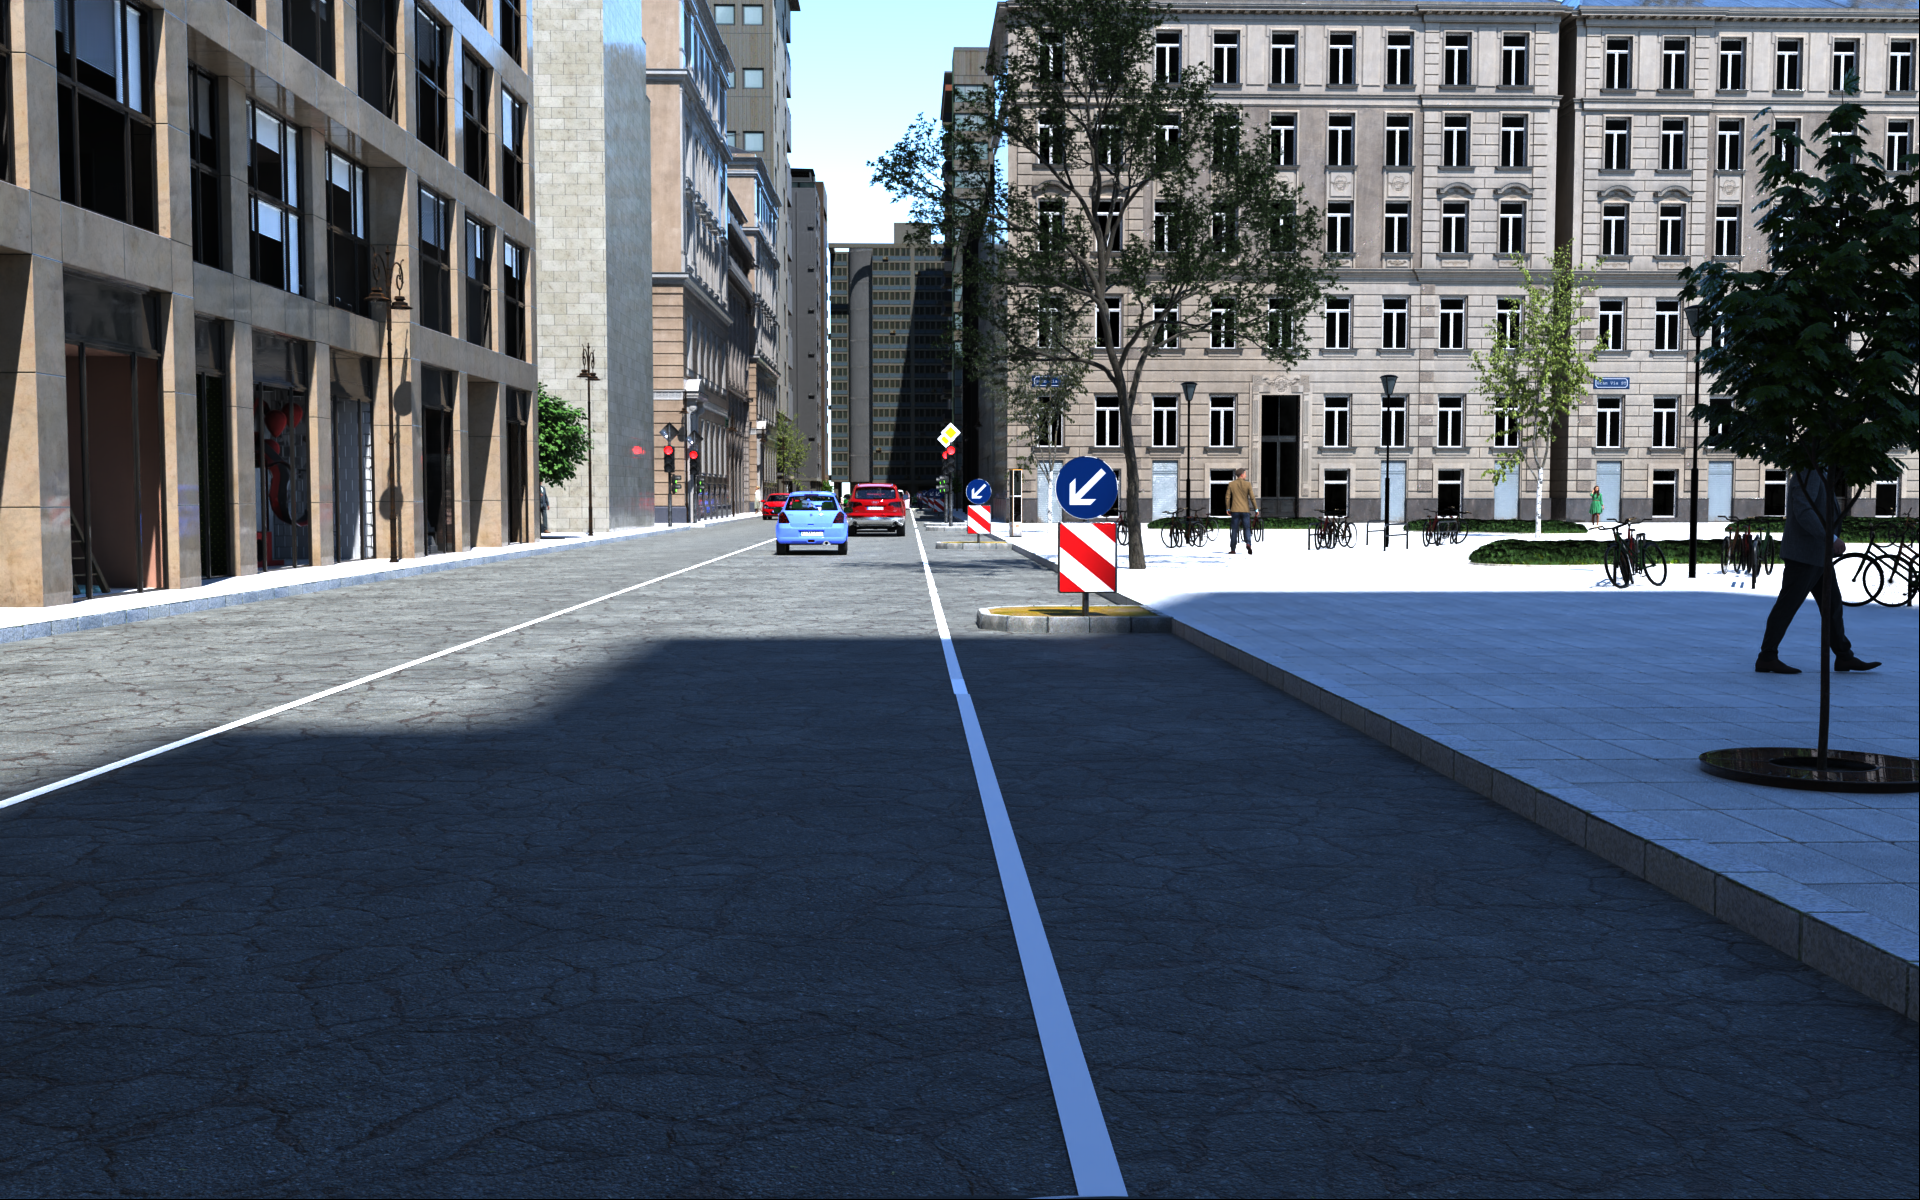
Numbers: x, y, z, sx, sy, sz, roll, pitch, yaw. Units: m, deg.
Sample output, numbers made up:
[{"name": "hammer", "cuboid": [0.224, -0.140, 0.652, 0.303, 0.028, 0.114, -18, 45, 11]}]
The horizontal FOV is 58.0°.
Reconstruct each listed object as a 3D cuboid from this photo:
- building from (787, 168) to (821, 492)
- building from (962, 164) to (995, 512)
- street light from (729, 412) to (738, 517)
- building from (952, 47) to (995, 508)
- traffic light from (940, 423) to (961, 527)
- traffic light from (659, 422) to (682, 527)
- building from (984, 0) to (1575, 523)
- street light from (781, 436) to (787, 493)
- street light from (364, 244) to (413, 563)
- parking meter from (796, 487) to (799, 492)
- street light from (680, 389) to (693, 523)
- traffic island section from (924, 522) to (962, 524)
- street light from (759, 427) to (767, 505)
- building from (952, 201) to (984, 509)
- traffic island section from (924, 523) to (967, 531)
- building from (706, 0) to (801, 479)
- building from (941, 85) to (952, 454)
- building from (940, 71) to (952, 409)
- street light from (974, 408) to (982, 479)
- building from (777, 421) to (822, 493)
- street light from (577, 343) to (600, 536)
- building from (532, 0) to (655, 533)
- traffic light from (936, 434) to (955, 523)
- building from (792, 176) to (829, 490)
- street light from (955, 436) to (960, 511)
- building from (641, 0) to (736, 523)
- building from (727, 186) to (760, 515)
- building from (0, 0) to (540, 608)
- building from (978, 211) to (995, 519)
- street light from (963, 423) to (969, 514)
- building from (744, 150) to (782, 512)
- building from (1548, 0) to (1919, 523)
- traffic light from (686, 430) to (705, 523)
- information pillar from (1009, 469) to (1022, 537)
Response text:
[{"name": "building", "cuboid": [-24.674, -32.726, 218.659, 14.086, 41.232, 14.154, 0, 4, -2]}, {"name": "building", "cuboid": [6.580, -17.364, 113.585, 12.332, 23.373, 15.834, 0, 4, -2]}, {"name": "street light", "cuboid": [-12.741, -7.614, 97.280, 0.468, 5.910, 1.993, 0, 4, -2]}, {"name": "building", "cuboid": [6.233, -29.294, 162.552, 14.154, 41.232, 14.086, 0, 4, -2]}, {"name": "traffic light", "cuboid": [-0.381, -4.842, 68.080, 0.839, 4.253, 0.868, 0, 4, -2]}, {"name": "traffic light", "cuboid": [-11.336, -4.820, 67.727, 0.839, 4.253, 0.868, 0, 4, -2]}, {"name": "building", "cuboid": [13.965, -17.379, 81.404, 25.104, 27.353, 12.463, 0, 4, -2]}, {"name": "street light", "cuboid": [-13.944, -10.037, 136.891, 0.468, 5.910, 1.993, 0, 4, -2]}, {"name": "street light", "cuboid": [-10.623, -3.641, 32.321, 0.468, 5.910, 1.993, 0, 4, -2]}, {"name": "parking meter", "cuboid": [-13.641, -8.563, 145.723, 0.255, 1.863, 0.399, 0, 4, -2]}, {"name": "street light", "cuboid": [-12.078, -6.342, 76.486, 0.468, 5.910, 1.993, 0, 4, -2]}, {"name": "traffic island section", "cuboid": [-0.587, -3.296, 76.176, 2.009, 0.180, 2.903, 0, 4, -2]}, {"name": "street light", "cuboid": [-13.285, -8.822, 117.024, 0.468, 5.910, 1.993, 0, 4, -2]}, {"name": "building", "cuboid": [7.834, -18.553, 136.619, 16.112, 22.955, 30.059, 0, 4, -2]}, {"name": "traffic island section", "cuboid": [-0.341, -2.808, 68.195, 2.009, 0.180, 2.903, 0, 4, -2]}, {"name": "building", "cuboid": [-29.981, -35.110, 163.284, 28.713, 52.752, 27.495, 0, 4, -2]}, {"name": "building", "cuboid": [9.124, -32.405, 184.452, 22.147, 44.769, 28.867, 0, 4, -2]}, {"name": "building", "cuboid": [12.199, -38.131, 212.683, 28.713, 52.752, 27.495, 0, 4, -2]}, {"name": "street light", "cuboid": [0.946, -7.218, 90.800, 0.468, 5.910, 1.993, 0, 4, -2]}, {"name": "building", "cuboid": [-31.640, -30.443, 189.626, 32.217, 40.220, 23.993, 0, 4, -2]}, {"name": "street light", "cuboid": [-11.345, -4.909, 53.046, 0.468, 5.910, 1.993, 0, 4, -2]}, {"name": "building", "cuboid": [-20.226, -12.671, 61.916, 16.860, 20.320, 10.420, 0, 4, -2]}, {"name": "traffic light", "cuboid": [-0.627, -5.330, 76.061, 0.839, 4.253, 0.868, 0, 4, -2]}, {"name": "building", "cuboid": [-25.712, -36.150, 241.169, 14.200, 45.320, 14.600, 0, 4, -2]}, {"name": "street light", "cuboid": [-0.224, -9.633, 130.287, 0.468, 5.910, 1.993, 0, 4, -2]}, {"name": "building", "cuboid": [-18.591, -18.301, 85.124, 13.634, 28.700, 20.117, 0, 4, -2]}, {"name": "building", "cuboid": [-20.006, -16.241, 107.345, 13.314, 21.916, 24.055, 0, 4, -2]}, {"name": "building", "cuboid": [-20.250, -13.672, 28.051, 19.350, 26.468, 34.151, 0, 4, -2]}, {"name": "building", "cuboid": [6.561, -14.838, 97.354, 10.420, 20.320, 16.860, 0, 4, -2]}, {"name": "street light", "cuboid": [0.394, -8.425, 110.544, 0.468, 5.910, 1.993, 0, 4, -2]}, {"name": "building", "cuboid": [-20.612, -21.020, 129.589, 13.634, 28.700, 20.117, 0, 4, -2]}, {"name": "building", "cuboid": [39.042, -17.455, 82.658, 25.104, 27.353, 12.463, 0, 4, -2]}, {"name": "traffic light", "cuboid": [-11.583, -5.308, 75.708, 0.839, 4.253, 0.868, 0, 4, -2]}, {"name": "information pillar", "cuboid": [1.651, -2.866, 51.346, 0.304, 2.012, 0.304, -1, 4, -20]}]
